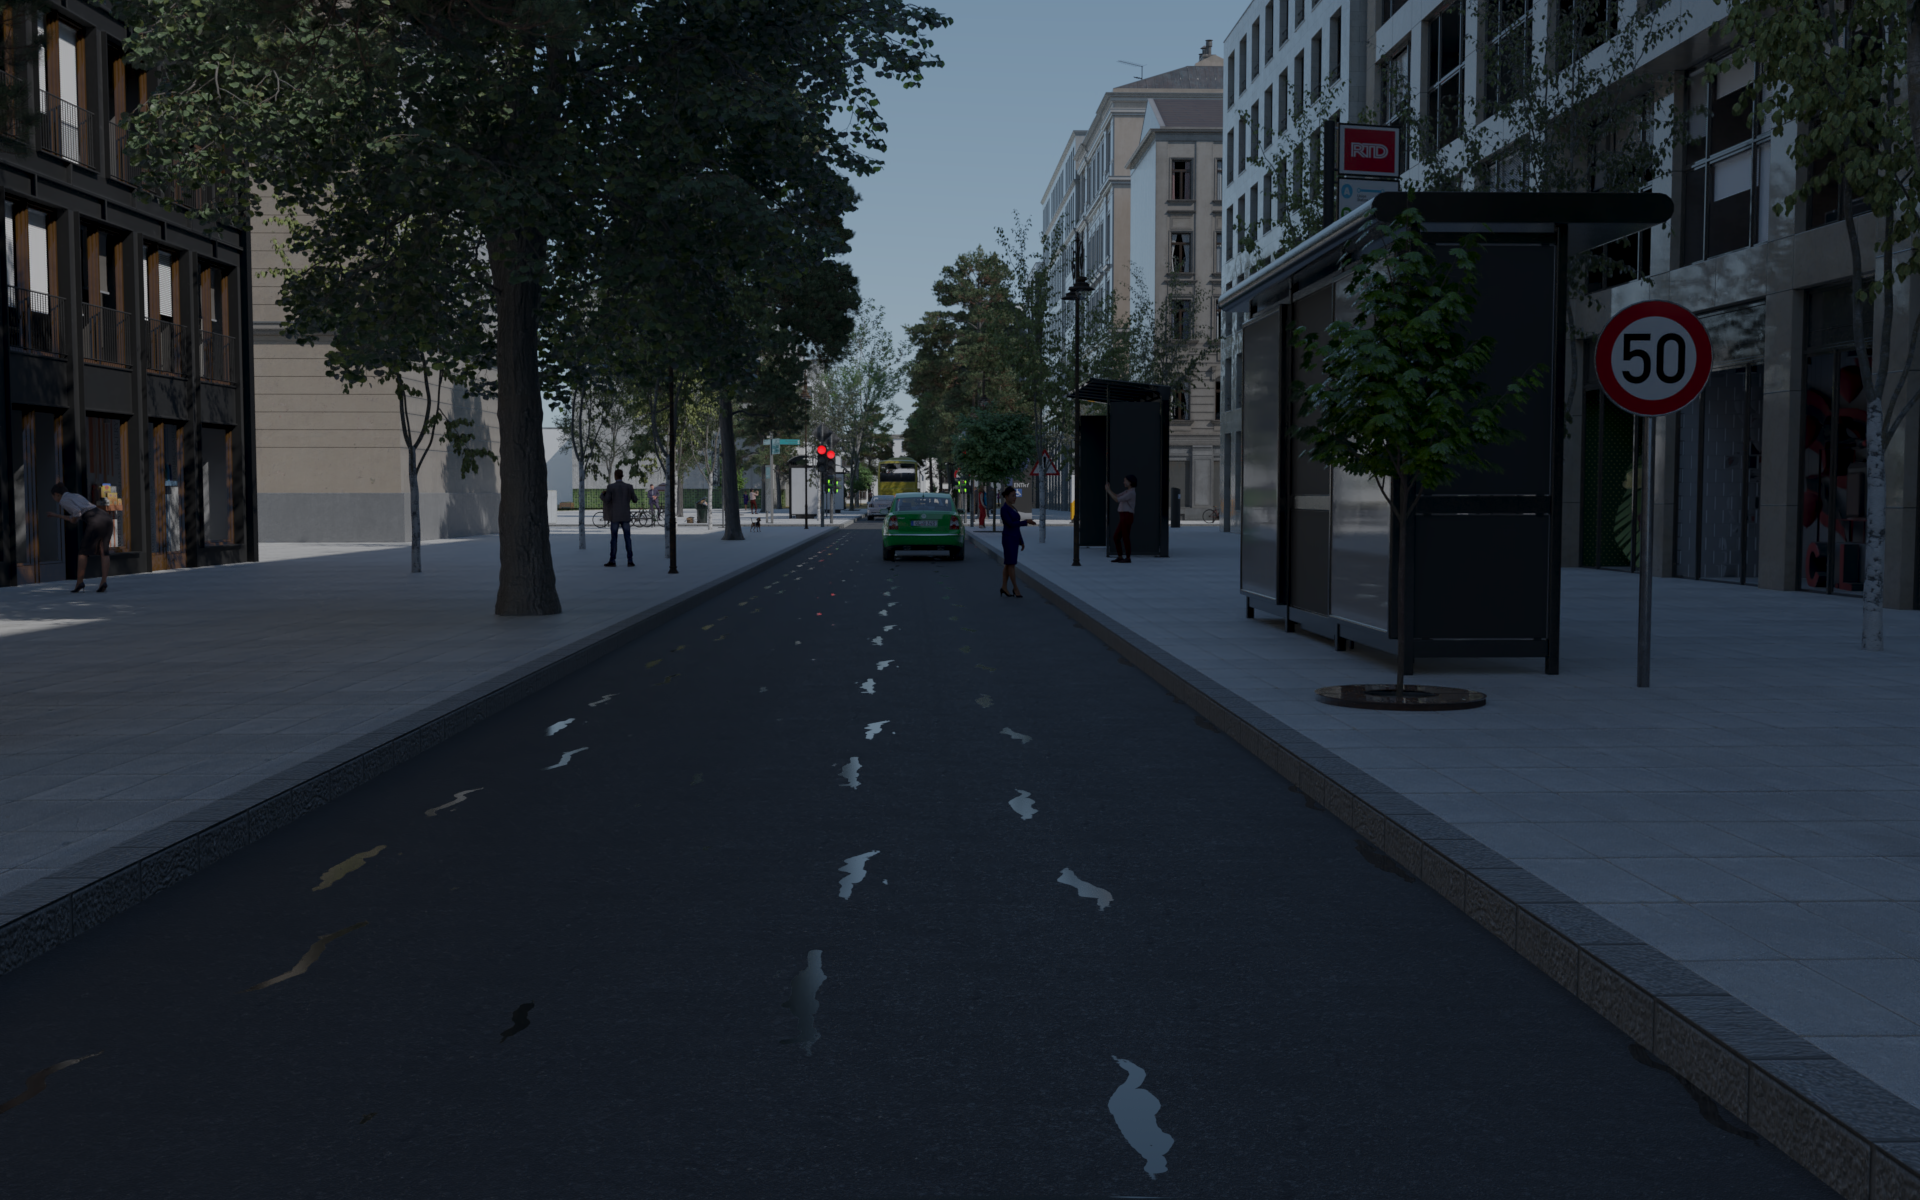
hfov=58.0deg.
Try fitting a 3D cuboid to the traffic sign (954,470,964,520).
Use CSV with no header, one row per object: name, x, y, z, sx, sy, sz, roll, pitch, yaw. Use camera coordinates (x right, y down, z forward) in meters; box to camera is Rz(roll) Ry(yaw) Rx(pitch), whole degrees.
traffic sign,0.100,-5.019,82.163,0.768,2.556,0.104,0,4,1

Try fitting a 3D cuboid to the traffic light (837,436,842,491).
traffic light,-5.554,-5.244,74.983,0.839,4.213,0.868,0,4,-2

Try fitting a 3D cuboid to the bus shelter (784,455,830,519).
bus shelter,-8.108,-5.974,91.602,2.014,3.302,5.546,0,4,-2

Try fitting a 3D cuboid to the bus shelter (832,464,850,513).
bus shelter,-8.586,-7.602,118.215,2.014,3.302,5.546,0,4,-2

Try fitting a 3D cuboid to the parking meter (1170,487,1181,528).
parking meter,8.210,-3.520,65.967,0.372,1.533,0.369,0,3,0

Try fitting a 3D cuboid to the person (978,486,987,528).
person,0.862,-3.490,64.814,0.444,1.614,0.593,1,4,20

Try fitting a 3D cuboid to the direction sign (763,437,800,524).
direction sign,-7.647,-5.294,75.318,1.411,3.948,2.525,-1,4,-22

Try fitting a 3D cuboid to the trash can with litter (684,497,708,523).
trash can with litter,-11.510,-3.929,75.628,1.055,1.170,0.624,0,4,2

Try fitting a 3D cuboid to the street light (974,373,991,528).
street light,0.901,-5.710,66.142,0.468,5.910,1.993,0,4,-2

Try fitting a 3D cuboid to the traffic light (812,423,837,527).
traffic light,-5.312,-4.756,67.002,0.839,4.213,0.868,0,4,-2

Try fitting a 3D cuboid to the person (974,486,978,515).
person,0.913,-6.209,108.112,0.434,1.755,0.990,2,4,28

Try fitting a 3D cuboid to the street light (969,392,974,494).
street light,0.619,-6.492,78.939,0.468,5.910,1.993,0,4,-2

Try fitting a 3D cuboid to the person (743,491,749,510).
person,-16.749,-7.789,135.770,0.453,1.535,0.546,-3,5,-39

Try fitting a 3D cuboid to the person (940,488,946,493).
person,-1.448,-8.563,146.601,0.990,1.755,0.434,0,4,-3

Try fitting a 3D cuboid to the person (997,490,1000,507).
person,3.823,-10.283,174.852,0.721,1.739,1.217,-1,4,-19

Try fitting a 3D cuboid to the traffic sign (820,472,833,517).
traffic sign,-7.382,-5.856,95.858,0.768,2.556,0.104,0,4,-1

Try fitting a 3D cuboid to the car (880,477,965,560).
car,-0.832,-1.834,38.776,1.959,1.807,4.718,0,4,-2

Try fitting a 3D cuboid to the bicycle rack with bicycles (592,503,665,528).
bicycle rack with bicycles,-12.523,-3.251,66.530,2.925,0.926,2.852,0,4,-6

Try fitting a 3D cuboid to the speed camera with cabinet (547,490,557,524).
speed camera with cabinet,-18.456,-4.910,74.614,2.038,3.252,0.660,-2,4,-25

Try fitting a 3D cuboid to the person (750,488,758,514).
person,-13.100,-6.277,110.138,0.566,1.644,0.517,-1,4,-15

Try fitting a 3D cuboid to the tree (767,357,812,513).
tree,-13.533,-12.061,119.246,6.751,12.117,7.091,0,3,0

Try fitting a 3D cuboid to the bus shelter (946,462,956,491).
bus shelter,-0.163,-8.527,130.695,1.731,3.624,6.357,0,4,-2

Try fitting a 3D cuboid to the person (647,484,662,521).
person,-14.612,-4.671,82.860,0.683,1.767,0.568,-1,4,-13

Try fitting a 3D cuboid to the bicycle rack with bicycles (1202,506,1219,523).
bicycle rack with bicycles,12.212,-3.851,76.354,2.925,0.926,2.852,1,4,11

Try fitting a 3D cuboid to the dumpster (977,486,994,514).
dumpster,1.623,-6.509,112.179,1.264,1.857,1.865,0,4,-2

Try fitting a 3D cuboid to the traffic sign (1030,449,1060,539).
traffic sign,2.435,-3.045,49.790,0.884,2.594,0.081,0,4,5

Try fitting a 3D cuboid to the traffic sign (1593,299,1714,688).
traffic sign,4.546,-0.693,11.444,0.768,2.556,0.104,0,4,4

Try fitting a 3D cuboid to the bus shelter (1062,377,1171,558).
bus shelter,3.370,-2.858,38.011,1.731,3.624,6.357,0,4,-2

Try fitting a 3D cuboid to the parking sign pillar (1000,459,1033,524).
parking sign pillar,2.449,-5.300,75.130,1.447,3.967,1.447,-1,4,-17

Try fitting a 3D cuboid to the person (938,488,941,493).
person,-1.895,-9.683,164.327,0.705,1.831,1.348,-1,4,-13

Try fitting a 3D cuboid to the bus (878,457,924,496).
bus,-3.959,-7.561,115.172,2.896,3.916,12.252,0,4,0

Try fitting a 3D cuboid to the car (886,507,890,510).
car,-1.242,-2.483,52.591,2.014,1.417,4.499,0,4,-3

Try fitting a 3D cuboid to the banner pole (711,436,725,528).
banner pole,-9.133,-4.617,65.505,0.863,3.779,0.401,3,4,39

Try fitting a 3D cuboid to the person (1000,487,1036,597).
person,0.815,-0.803,24.006,0.546,1.535,0.453,1,4,9

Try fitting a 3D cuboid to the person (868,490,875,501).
person,-10.276,-11.885,201.073,0.721,1.736,1.217,3,5,44

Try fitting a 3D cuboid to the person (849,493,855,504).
person,-13.710,-13.310,223.673,1.348,1.822,0.705,1,4,12

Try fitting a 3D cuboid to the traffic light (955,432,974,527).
traffic light,0.204,-5.256,75.173,0.839,4.213,0.868,0,4,-2

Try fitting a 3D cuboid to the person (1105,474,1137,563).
person,2.992,-1.512,32.221,0.566,1.644,0.517,3,4,38

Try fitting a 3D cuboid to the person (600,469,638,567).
person,-6.025,-1.451,30.587,0.655,1.722,0.431,-1,4,-22

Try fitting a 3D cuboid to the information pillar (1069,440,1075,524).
information pillar,4.983,-5.132,75.255,0.504,3.616,0.183,-3,5,-43

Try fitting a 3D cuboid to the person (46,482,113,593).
person,-11.463,-0.815,22.558,0.799,1.438,0.628,-2,4,-25

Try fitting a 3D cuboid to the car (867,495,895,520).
car,-4.193,-5.150,96.565,2.083,1.381,4.827,0,4,-1

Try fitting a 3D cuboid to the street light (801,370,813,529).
street light,-5.640,-5.543,63.409,0.468,5.910,1.993,0,4,-2

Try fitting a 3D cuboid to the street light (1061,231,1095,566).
street light,2.078,-3.545,30.755,0.468,5.910,1.993,0,4,-2

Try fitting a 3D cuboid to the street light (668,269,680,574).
street light,-4.629,-3.363,27.779,0.468,5.910,1.993,0,4,-2

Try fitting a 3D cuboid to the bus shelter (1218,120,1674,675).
bus shelter,3.798,-2.369,16.372,2.179,5.291,8.768,0,4,-2

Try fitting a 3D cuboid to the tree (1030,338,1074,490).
tree,5.535,-7.924,79.923,4.360,8.622,3.978,0,3,0
